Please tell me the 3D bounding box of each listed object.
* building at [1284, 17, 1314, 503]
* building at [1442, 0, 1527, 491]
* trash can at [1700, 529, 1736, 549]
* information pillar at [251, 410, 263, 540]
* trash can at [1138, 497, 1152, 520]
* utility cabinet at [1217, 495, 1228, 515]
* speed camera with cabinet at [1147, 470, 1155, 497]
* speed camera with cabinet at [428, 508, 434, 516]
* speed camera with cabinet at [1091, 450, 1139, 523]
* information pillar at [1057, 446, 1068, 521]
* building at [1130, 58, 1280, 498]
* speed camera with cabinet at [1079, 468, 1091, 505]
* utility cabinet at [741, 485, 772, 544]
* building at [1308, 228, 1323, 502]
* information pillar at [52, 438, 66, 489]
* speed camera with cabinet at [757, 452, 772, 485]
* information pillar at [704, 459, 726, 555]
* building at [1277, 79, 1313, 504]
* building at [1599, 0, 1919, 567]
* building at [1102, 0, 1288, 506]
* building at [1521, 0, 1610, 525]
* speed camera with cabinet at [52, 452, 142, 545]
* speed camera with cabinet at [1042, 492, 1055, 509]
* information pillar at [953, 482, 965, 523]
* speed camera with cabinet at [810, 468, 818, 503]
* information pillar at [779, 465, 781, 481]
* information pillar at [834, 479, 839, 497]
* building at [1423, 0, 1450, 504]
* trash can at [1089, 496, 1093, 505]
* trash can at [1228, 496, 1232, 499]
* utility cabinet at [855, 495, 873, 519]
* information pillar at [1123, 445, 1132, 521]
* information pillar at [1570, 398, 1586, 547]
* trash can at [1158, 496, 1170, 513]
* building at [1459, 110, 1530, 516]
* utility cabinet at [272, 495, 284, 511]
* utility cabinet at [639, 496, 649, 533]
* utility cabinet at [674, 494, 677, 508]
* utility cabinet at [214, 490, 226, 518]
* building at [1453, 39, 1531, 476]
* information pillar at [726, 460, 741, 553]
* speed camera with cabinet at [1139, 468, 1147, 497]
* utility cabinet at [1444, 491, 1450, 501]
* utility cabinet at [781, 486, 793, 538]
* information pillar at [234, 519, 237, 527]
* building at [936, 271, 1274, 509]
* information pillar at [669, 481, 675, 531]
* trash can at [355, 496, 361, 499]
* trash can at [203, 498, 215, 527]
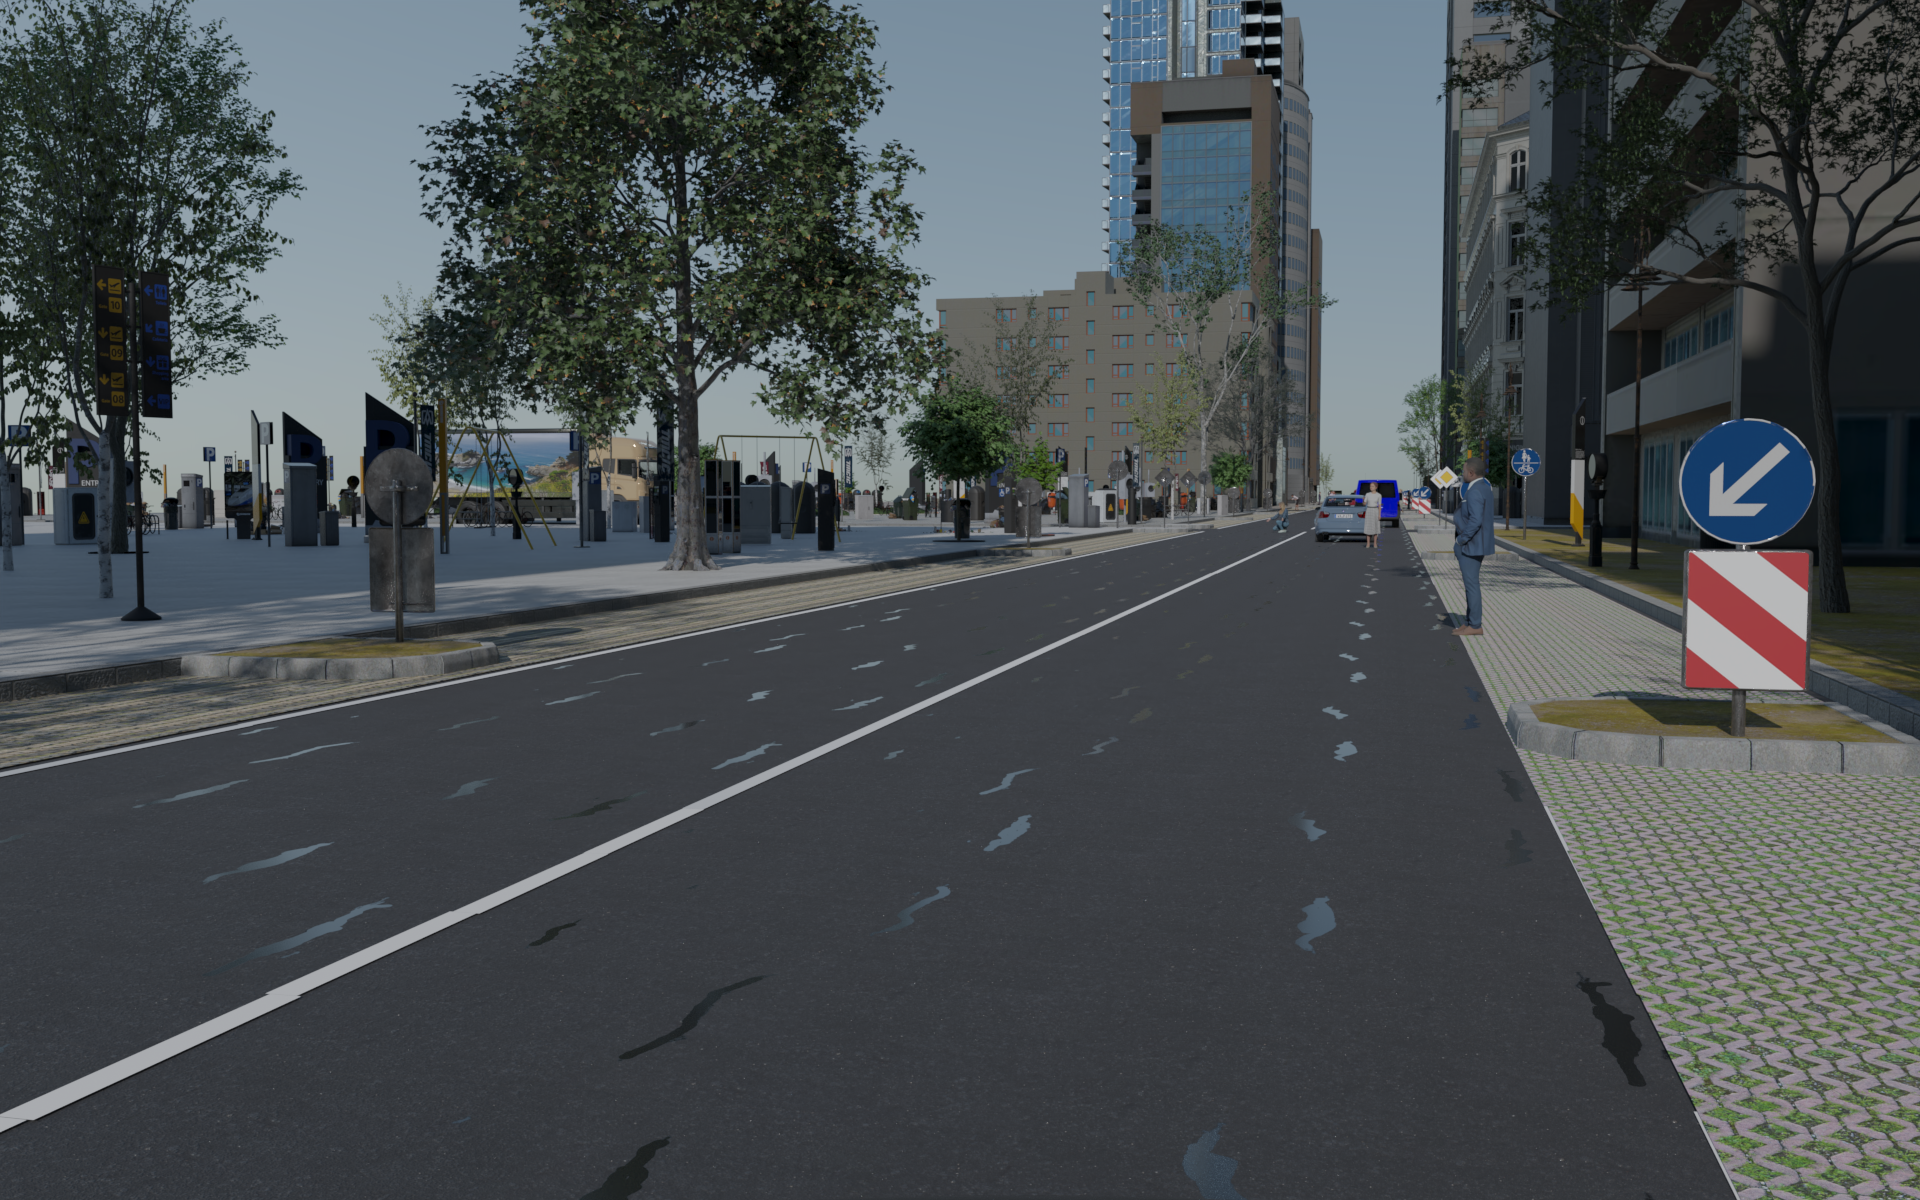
[{"bbox_3d":[44.293,-50.699,267.182,20.563,71.187,20.611,1,4,14],"label":"building"},{"bbox_3d":[60.977,-38.919,178.329,21.231,58.520,28.212,1,4,14],"label":"building"},{"bbox_3d":[11.110,-0.831,25.241,0.748,1.137,0.748,0,3,0],"label":"trash can"},{"bbox_3d":[-19.534,-3.470,48.090,0.183,3.616,0.504,-3,5,-41],"label":"information pillar"},{"bbox_3d":[9.014,-4.447,84.361,0.748,1.137,0.748,0,3,0],"label":"trash can"},{"bbox_3d":[16.014,-5.770,105.496,0.306,1.237,1.020,2,4,31],"label":"utility cabinet"},{"bbox_3d":[14.634,-8.871,139.382,2.038,3.252,0.660,-1,4,-18],"label":"speed camera with cabinet"},{"bbox_3d":[-31.827,-6.603,102.292,0.660,3.252,2.038,-3,5,-44],"label":"speed camera with cabinet"},{"bbox_3d":[6.988,-5.118,78.008,2.038,3.252,0.660,-3,5,-41],"label":"speed camera with cabinet"},{"bbox_3d":[4.962,-5.644,83.628,0.504,3.616,0.183,0,4,7],"label":"information pillar"},{"bbox_3d":[26.239,-32.628,183.572,14.600,45.320,14.200,1,4,14],"label":"building"},{"bbox_3d":[9.496,-8.351,130.869,2.038,3.252,0.660,-2,4,-29],"label":"speed camera with cabinet"},{"bbox_3d":[-5.377,-2.151,43.844,1.173,1.500,0.318,0,4,-2],"label":"utility cabinet"},{"bbox_3d":[51.944,-38.786,284.260,14.600,45.320,14.200,1,4,14],"label":"building"},{"bbox_3d":[-36.906,-4.872,71.006,0.504,3.616,0.183,0,4,-5],"label":"information pillar"},{"bbox_3d":[-9.835,-5.305,81.067,2.038,3.252,0.660,0,4,-3],"label":"speed camera with cabinet"},{"bbox_3d":[-5.207,-1.964,36.606,0.304,2.012,0.304,1,4,10],"label":"information pillar"},{"bbox_3d":[38.023,-42.933,243.955,21.231,58.520,28.212,1,4,14],"label":"building"},{"bbox_3d":[26.770,-25.290,37.188,21.300,48.544,21.600,1,4,14],"label":"building"},{"bbox_3d":[28.218,-54.582,205.086,22.319,86.520,31.000,1,4,14],"label":"building"},{"bbox_3d":[36.903,-17.091,72.951,24.014,27.812,14.314,1,4,14],"label":"building"},{"bbox_3d":[-22.196,-3.063,44.414,0.660,3.252,2.038,2,4,25],"label":"speed camera with cabinet"},{"bbox_3d":[7.451,-9.332,146.918,2.038,3.252,0.660,2,4,25],"label":"speed camera with cabinet"},{"bbox_3d":[-0.053,-5.155,75.631,0.504,3.616,0.183,0,4,-7],"label":"information pillar"},{"bbox_3d":[-11.451,-8.287,129.822,2.038,3.252,0.660,-2,4,-27],"label":"speed camera with cabinet"},{"bbox_3d":[-14.668,-9.085,139.894,0.504,3.616,0.183,1,4,20],"label":"information pillar"},{"bbox_3d":[-6.093,-4.879,84.267,0.304,2.012,0.304,1,4,19],"label":"information pillar"},{"bbox_3d":[74.425,-48.795,236.051,20.563,71.187,20.611,1,4,14],"label":"building"},{"bbox_3d":[8.999,-6.751,122.032,0.748,1.137,0.748,0,3,0],"label":"trash can"},{"bbox_3d":[18.536,-6.605,119.650,0.748,1.137,0.748,0,3,0],"label":"trash can"},{"bbox_3d":[-4.899,-4.745,88.748,1.020,1.237,0.306,-3,5,-44],"label":"utility cabinet"},{"bbox_3d":[8.084,-5.626,83.332,0.183,3.616,0.504,-2,4,-32],"label":"information pillar"},{"bbox_3d":[15.055,-3.109,42.181,0.504,3.616,0.183,-3,5,-42],"label":"information pillar"},{"bbox_3d":[13.124,-6.107,111.497,0.748,1.137,0.748,0,3,0],"label":"trash can"},{"bbox_3d":[43.865,-20.954,119.011,17.030,29.872,44.131,1,4,14],"label":"building"},{"bbox_3d":[-39.123,-5.425,99.856,1.020,1.237,0.306,-1,4,-21],"label":"utility cabinet"},{"bbox_3d":[-10.453,-2.843,57.637,0.306,1.237,1.020,-1,4,-18],"label":"utility cabinet"},{"bbox_3d":[-20.559,-7.247,127.162,0.318,1.500,1.173,2,4,31],"label":"utility cabinet"},{"bbox_3d":[-43.076,-5.679,101.527,1.173,1.500,0.318,-2,4,-31],"label":"utility cabinet"},{"bbox_3d":[52.803,-29.076,158.981,14.154,41.232,14.086,1,4,14],"label":"building"},{"bbox_3d":[-4.954,-2.020,37.521,0.304,2.012,0.304,2,4,28],"label":"information pillar"},{"bbox_3d":[12.868,-8.335,130.614,2.038,3.252,0.660,2,4,33],"label":"speed camera with cabinet"},{"bbox_3d":[33.089,-6.603,116.636,1.173,1.500,0.318,-2,4,-35],"label":"utility cabinet"},{"bbox_3d":[-5.008,-2.536,50.140,0.318,1.500,1.173,0,4,-4],"label":"utility cabinet"},{"bbox_3d":[-27.787,-3.806,66.725,0.304,2.012,0.304,-1,4,-9],"label":"information pillar"},{"bbox_3d":[14.774,-19.524,164.259,27.650,21.520,28.899,1,4,14],"label":"building"},{"bbox_3d":[-10.247,-3.453,60.944,0.304,2.012,0.304,1,4,19],"label":"information pillar"},{"bbox_3d":[-39.816,-6.311,114.835,0.748,1.137,0.748,0,3,0],"label":"trash can"},{"bbox_3d":[-29.660,-3.456,68.159,0.748,1.137,0.748,0,3,0],"label":"trash can"}]
